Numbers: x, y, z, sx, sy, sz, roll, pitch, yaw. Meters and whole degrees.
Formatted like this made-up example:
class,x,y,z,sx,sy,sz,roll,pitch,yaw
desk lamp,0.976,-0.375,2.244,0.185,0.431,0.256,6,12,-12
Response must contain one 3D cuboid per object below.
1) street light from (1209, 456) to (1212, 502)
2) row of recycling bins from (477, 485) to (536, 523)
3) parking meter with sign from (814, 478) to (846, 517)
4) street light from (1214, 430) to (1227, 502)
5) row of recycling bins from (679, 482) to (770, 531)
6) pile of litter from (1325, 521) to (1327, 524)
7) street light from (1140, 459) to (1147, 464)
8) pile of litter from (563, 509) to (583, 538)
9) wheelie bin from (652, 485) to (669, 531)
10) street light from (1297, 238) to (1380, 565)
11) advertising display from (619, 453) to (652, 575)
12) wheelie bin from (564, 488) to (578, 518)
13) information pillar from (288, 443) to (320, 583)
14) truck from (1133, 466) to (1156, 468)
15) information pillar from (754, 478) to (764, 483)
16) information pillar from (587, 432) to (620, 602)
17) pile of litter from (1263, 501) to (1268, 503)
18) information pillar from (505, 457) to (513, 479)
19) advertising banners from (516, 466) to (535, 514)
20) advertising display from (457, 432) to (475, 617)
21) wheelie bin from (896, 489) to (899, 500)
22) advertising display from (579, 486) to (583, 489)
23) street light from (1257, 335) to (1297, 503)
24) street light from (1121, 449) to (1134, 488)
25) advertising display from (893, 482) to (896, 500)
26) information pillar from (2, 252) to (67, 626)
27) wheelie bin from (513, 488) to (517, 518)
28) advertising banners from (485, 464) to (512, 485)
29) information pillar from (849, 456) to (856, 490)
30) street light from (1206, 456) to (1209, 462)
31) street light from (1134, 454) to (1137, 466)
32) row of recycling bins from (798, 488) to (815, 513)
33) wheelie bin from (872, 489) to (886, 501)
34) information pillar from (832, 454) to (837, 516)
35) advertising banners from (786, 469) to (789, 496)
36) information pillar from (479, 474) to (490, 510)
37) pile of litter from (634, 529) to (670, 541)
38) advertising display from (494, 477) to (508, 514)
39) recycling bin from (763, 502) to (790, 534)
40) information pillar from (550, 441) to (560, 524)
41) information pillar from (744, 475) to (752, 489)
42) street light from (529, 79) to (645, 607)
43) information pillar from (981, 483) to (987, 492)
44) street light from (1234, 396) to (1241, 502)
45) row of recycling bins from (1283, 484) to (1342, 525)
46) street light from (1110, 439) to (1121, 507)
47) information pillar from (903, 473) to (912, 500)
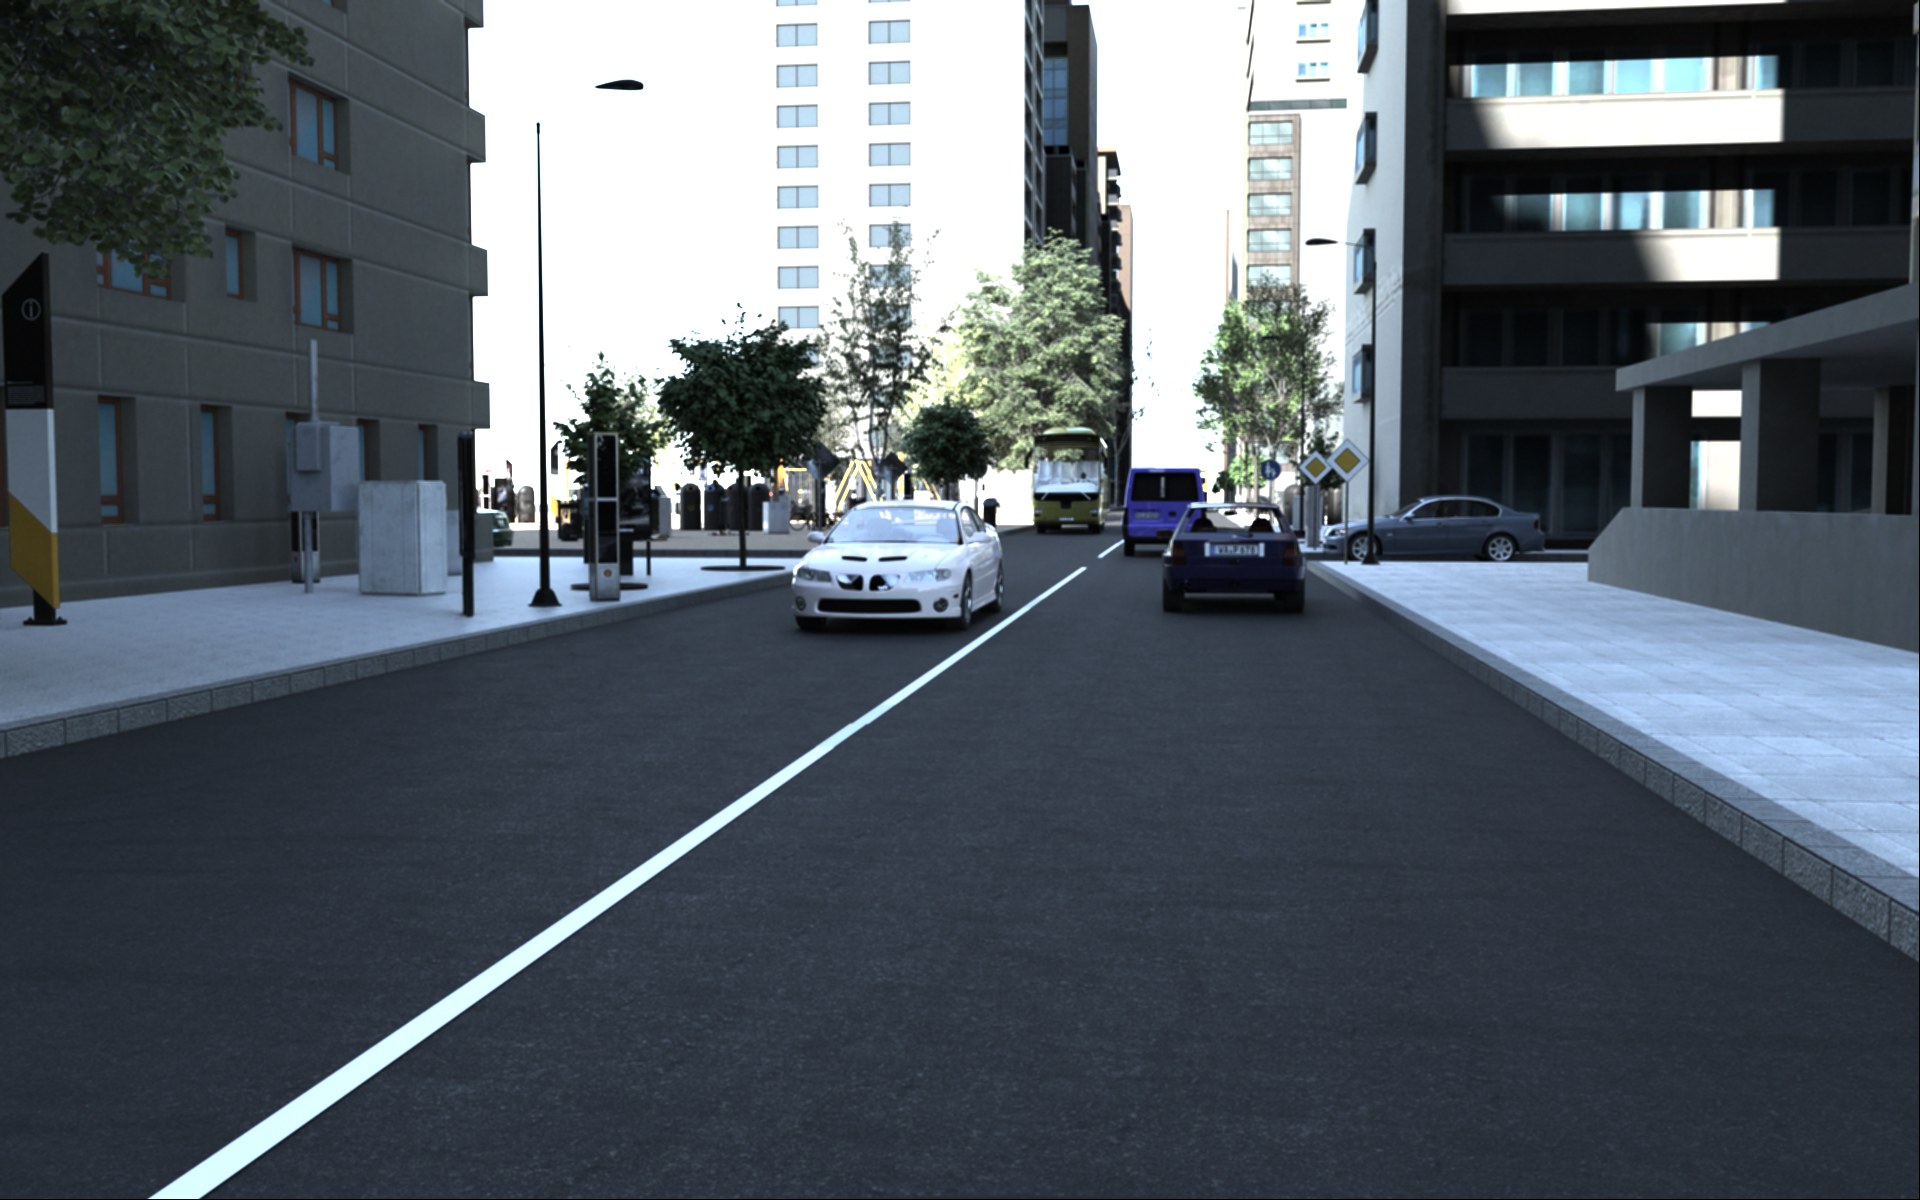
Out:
class,x,y,z,sx,sy,sz,roll,pitch,yaw
street light,23.581,-11.283,157.017,1.470,5.913,1.316,0,4,8
row of recycling bins,-20.329,-4.225,76.189,3.534,1.692,1.069,1,4,13
parking meter with sign,-7.147,-6.060,95.336,1.738,3.016,0.543,0,4,-6
street light,19.478,-9.394,126.129,1.470,5.913,1.316,0,4,8
row of recycling bins,-8.335,-3.317,61.344,3.534,1.692,1.069,1,4,20
pile of litter,16.342,-3.718,74.750,1.719,0.858,1.176,-1,4,-14
street light,23.698,-15.750,230.057,1.470,5.913,1.316,0,4,8
pile of litter,-10.885,-2.213,50.147,1.176,0.858,1.719,3,5,44
wheelie bin,-10.271,-3.111,58.770,0.693,1.594,0.980,1,4,12
street light,6.961,-3.608,31.536,1.470,5.913,1.316,0,4,8
advertising display,-5.349,-1.351,27.297,0.974,1.923,0.123,-1,4,-15
wheelie bin,-20.207,-5.041,90.324,0.980,1.594,0.693,3,5,39
information pillar,-9.454,-1.253,24.976,0.304,2.012,0.304,3,5,44
truck,18.502,-11.229,173.357,2.967,4.110,18.799,0,4,6
information pillar,-8.365,-4.933,72.015,0.504,3.616,0.183,2,4,29
information pillar,-4.273,-0.996,20.772,0.304,2.012,0.304,-2,4,-28
pile of litter,18.912,-5.679,106.814,1.719,0.858,1.176,1,4,10
information pillar,-28.564,-7.242,109.757,0.504,3.616,0.183,0,4,0
advertising banners,-27.093,-6.835,107.937,2.074,3.025,0.090,3,5,39
advertising display,-5.262,-0.811,18.467,0.123,1.923,0.974,-1,4,-18
wheelie bin,-3.500,-5.869,103.859,0.980,1.594,0.693,0,4,-7
advertising display,-18.552,-4.952,86.185,0.974,1.923,0.123,2,4,29
street light,9.481,-4.783,50.737,1.470,5.913,1.316,0,4,8
street light,16.920,-12.586,178.320,1.470,5.913,1.316,0,4,8
advertising display,-3.043,-4.581,80.107,0.123,1.923,0.974,0,4,1
information pillar,-9.059,-1.563,16.903,0.504,3.616,0.183,1,4,12
wheelie bin,-23.919,-5.123,91.671,0.980,1.594,0.693,-3,5,-44
advertising banners,-26.880,-6.425,101.236,0.090,3.025,2.074,2,4,27
information pillar,-5.945,-6.400,95.991,0.183,3.616,0.504,-3,4,-38
street light,30.621,-14.540,210.275,1.470,5.913,1.316,0,4,8
street light,19.641,-13.845,198.903,1.470,5.913,1.316,0,4,8
row of recycling bins,-9.873,-6.601,115.043,1.069,1.692,3.534,-2,4,-24
wheelie bin,-5.417,-6.659,116.777,0.980,1.594,0.693,-3,4,-36
information pillar,-7.419,-6.780,102.213,0.183,3.616,0.504,1,4,15
advertising banners,-7.577,-4.893,76.195,0.090,3.025,2.074,0,4,-4
information pillar,-17.188,-3.559,62.681,0.304,2.012,0.304,-2,4,-31
pile of litter,-8.613,-2.078,47.936,1.176,0.858,1.719,0,4,5
advertising display,-17.796,-3.787,67.127,0.123,1.923,0.974,1,4,9
recycling bin,-5.945,-2.657,55.996,0.722,1.027,0.722,-1,4,-20
information pillar,-17.453,-5.093,74.617,0.183,3.616,0.504,2,4,32
information pillar,-8.187,-3.789,66.434,0.304,2.012,0.304,2,4,35
street light,-4.219,-2.878,19.597,1.470,5.913,1.316,0,4,8
information pillar,1.573,-6.650,113.221,0.304,2.012,0.304,1,4,17
street light,13.610,-6.701,82.104,1.470,5.913,1.316,0,4,8
row of recycling bins,15.090,-3.927,71.315,3.534,1.692,1.069,-1,4,-9
street light,12.708,-10.683,147.202,1.470,5.913,1.316,0,4,8
information pillar,-1.835,-3.414,60.305,0.304,2.012,0.304,0,4,-8
